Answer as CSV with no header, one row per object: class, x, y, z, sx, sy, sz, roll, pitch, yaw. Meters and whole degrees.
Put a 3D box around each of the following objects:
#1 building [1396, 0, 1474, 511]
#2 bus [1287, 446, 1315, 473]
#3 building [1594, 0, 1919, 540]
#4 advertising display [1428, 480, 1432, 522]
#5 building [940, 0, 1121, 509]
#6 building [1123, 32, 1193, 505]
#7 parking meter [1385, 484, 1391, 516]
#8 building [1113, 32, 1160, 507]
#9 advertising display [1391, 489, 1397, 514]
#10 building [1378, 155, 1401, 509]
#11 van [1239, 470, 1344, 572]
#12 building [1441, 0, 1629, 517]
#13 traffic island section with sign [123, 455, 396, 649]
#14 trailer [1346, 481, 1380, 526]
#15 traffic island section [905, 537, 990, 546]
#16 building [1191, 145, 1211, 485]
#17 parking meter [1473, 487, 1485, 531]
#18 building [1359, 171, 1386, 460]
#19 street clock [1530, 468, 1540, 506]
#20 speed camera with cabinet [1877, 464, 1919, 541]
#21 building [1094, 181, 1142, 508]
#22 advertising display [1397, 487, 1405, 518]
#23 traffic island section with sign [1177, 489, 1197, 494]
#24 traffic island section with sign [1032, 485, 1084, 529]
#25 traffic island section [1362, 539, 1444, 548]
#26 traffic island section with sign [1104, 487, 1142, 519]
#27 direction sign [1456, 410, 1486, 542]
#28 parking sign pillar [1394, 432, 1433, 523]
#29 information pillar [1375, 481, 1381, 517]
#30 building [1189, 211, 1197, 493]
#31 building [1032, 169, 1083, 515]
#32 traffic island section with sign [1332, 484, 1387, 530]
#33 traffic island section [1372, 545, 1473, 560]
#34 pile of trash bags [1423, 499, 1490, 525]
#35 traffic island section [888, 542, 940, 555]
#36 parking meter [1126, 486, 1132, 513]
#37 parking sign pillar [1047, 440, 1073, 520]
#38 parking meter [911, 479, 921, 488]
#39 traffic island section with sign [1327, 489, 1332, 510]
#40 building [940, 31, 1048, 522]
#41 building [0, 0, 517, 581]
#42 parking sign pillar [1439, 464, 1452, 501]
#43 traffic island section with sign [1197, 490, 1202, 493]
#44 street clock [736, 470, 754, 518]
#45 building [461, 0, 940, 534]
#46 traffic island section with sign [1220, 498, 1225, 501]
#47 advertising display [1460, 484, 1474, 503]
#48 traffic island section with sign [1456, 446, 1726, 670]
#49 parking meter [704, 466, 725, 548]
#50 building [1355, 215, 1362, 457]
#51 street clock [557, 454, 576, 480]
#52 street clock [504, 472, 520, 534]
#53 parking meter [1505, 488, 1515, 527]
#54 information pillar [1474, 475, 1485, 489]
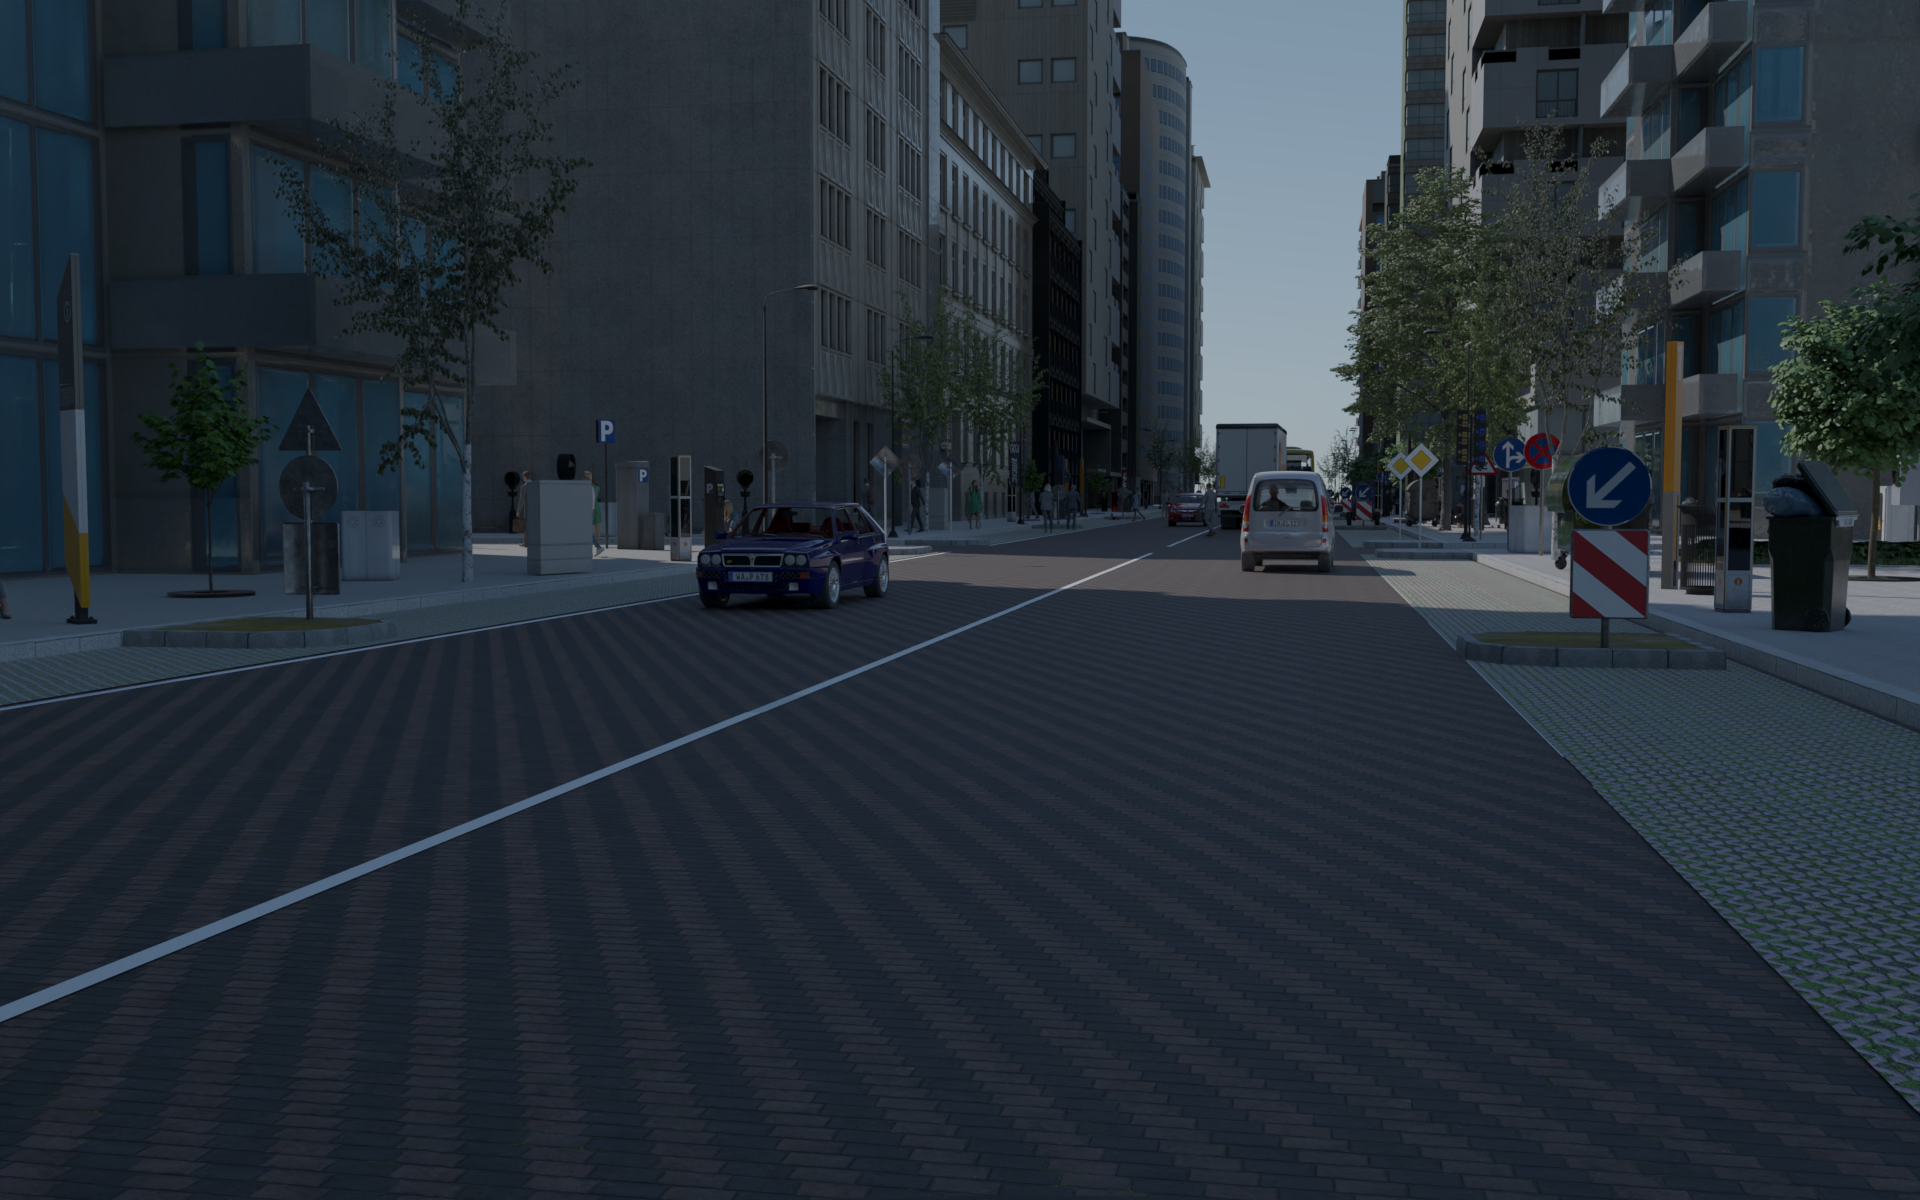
building,41.312,-27.591,134.712,14.154,41.232,14.086,1,4,11
bus,16.682,-5.940,88.660,2.896,3.916,12.252,1,4,10
building,36.606,-26.622,54.874,30.456,49.044,23.786,1,4,11
advertising display,21.950,-4.628,80.874,0.123,1.923,0.974,1,4,19
building,-1.488,-33.702,140.259,28.713,52.752,27.495,1,4,11
building,18.364,-41.710,223.958,21.231,58.520,28.212,1,4,11
parking meter,24.424,-5.716,99.171,0.399,1.863,0.255,0,4,-4
building,11.683,-32.010,173.466,14.600,45.320,14.200,1,4,11
advertising display,27.632,-6.356,109.130,0.974,1.923,0.123,2,4,29
building,43.492,-23.073,148.951,14.160,30.474,14.107,1,4,11
van,6.339,-1.607,33.285,2.013,2.044,4.112,1,4,13
building,40.903,-30.791,92.666,28.713,52.752,27.495,1,4,11
traffic island section with sign,-6.678,-0.508,16.926,1.989,1.847,2.006,1,4,11
trailer,18.178,-4.351,78.180,1.471,1.999,3.904,1,4,11
traffic island section,-0.296,-1.668,49.548,2.009,0.180,2.903,1,4,11
building,23.395,-41.447,266.899,28.713,52.752,27.495,1,4,11
parking meter,18.268,-3.214,60.963,0.372,1.533,0.369,0,3,0
building,62.477,-35.995,238.628,14.600,45.320,14.200,1,4,11
street clock,16.156,-2.690,48.549,0.358,2.002,0.471,0,4,-2
speed camera with cabinet,19.526,-2.544,35.924,0.660,3.252,2.038,1,4,15
building,9.124,-23.751,160.024,14.160,30.474,14.107,1,4,11
advertising display,24.021,-5.439,94.146,0.123,1.923,0.974,1,4,18
traffic island section with sign,18.828,-8.472,147.153,1.989,1.847,2.006,1,4,11
traffic island section with sign,4.090,-3.871,71.922,1.989,1.847,2.006,1,4,11
traffic island section,12.012,-1.521,47.142,2.009,0.180,2.903,1,4,11
traffic island section with sign,9.300,-5.496,98.480,1.989,1.847,2.006,1,4,11
direction sign,13.763,-3.345,46.691,0.876,3.537,0.379,-1,4,-17
parking sign pillar,19.887,-5.374,76.332,1.447,3.967,1.447,1,4,10
information pillar,23.031,-5.572,95.586,0.304,2.012,0.304,3,5,45
building,25.888,-34.332,244.930,14.154,41.232,14.086,1,4,11
building,0.791,-17.269,112.020,12.332,23.373,15.834,1,4,11
traffic island section with sign,16.044,-3.716,69.381,1.989,1.847,2.006,1,4,11
traffic island section,10.477,-1.041,39.305,2.009,0.180,2.903,1,4,11
pile of trash bags,20.577,-3.843,72.578,1.912,1.369,3.447,-2,4,-25
traffic island section,-1.830,-1.188,41.711,2.009,0.180,2.903,1,4,11
parking meter,11.725,-7.016,120.430,0.255,1.863,0.399,-2,4,-33
parking sign pillar,4.977,-6.037,87.170,1.447,3.967,1.447,0,4,7
parking meter,-1.711,-3.727,66.641,0.399,1.863,0.255,0,4,1
traffic island section with sign,21.276,-5.352,96.134,1.989,1.847,2.006,1,4,11
building,-5.557,-15.689,89.797,16.112,22.955,30.059,1,4,11
building,-24.858,-25.027,28.797,30.456,49.044,23.786,1,4,11
parking sign pillar,32.658,-7.884,117.374,1.447,3.967,1.447,1,4,21
traffic island section with sign,24.006,-10.091,173.608,1.989,1.847,2.006,1,4,11
street clock,-6.387,-2.871,51.507,0.471,2.002,0.358,-1,4,-23
building,-8.658,-15.101,64.924,12.078,24.808,19.932,1,4,11
traffic island section with sign,34.805,-13.464,228.763,1.989,1.847,2.006,1,4,11
advertising display,33.456,-6.676,114.368,0.123,1.923,0.974,-3,5,-43
traffic island section with sign,5.416,-0.397,15.121,1.989,1.847,2.006,1,4,11
parking meter,-5.092,-1.848,35.929,0.399,1.863,0.255,2,4,33
building,70.777,-36.978,259.215,22.147,44.769,28.867,1,4,11
street clock,-7.042,-1.618,31.033,0.358,2.002,0.471,0,4,3
street clock,-14.462,-3.145,55.998,0.471,2.002,0.358,2,4,25
parking meter,21.148,-3.560,66.614,0.372,1.533,0.369,0,3,0
information pillar,23.648,-5.349,78.808,0.504,3.616,0.183,0,4,-2
